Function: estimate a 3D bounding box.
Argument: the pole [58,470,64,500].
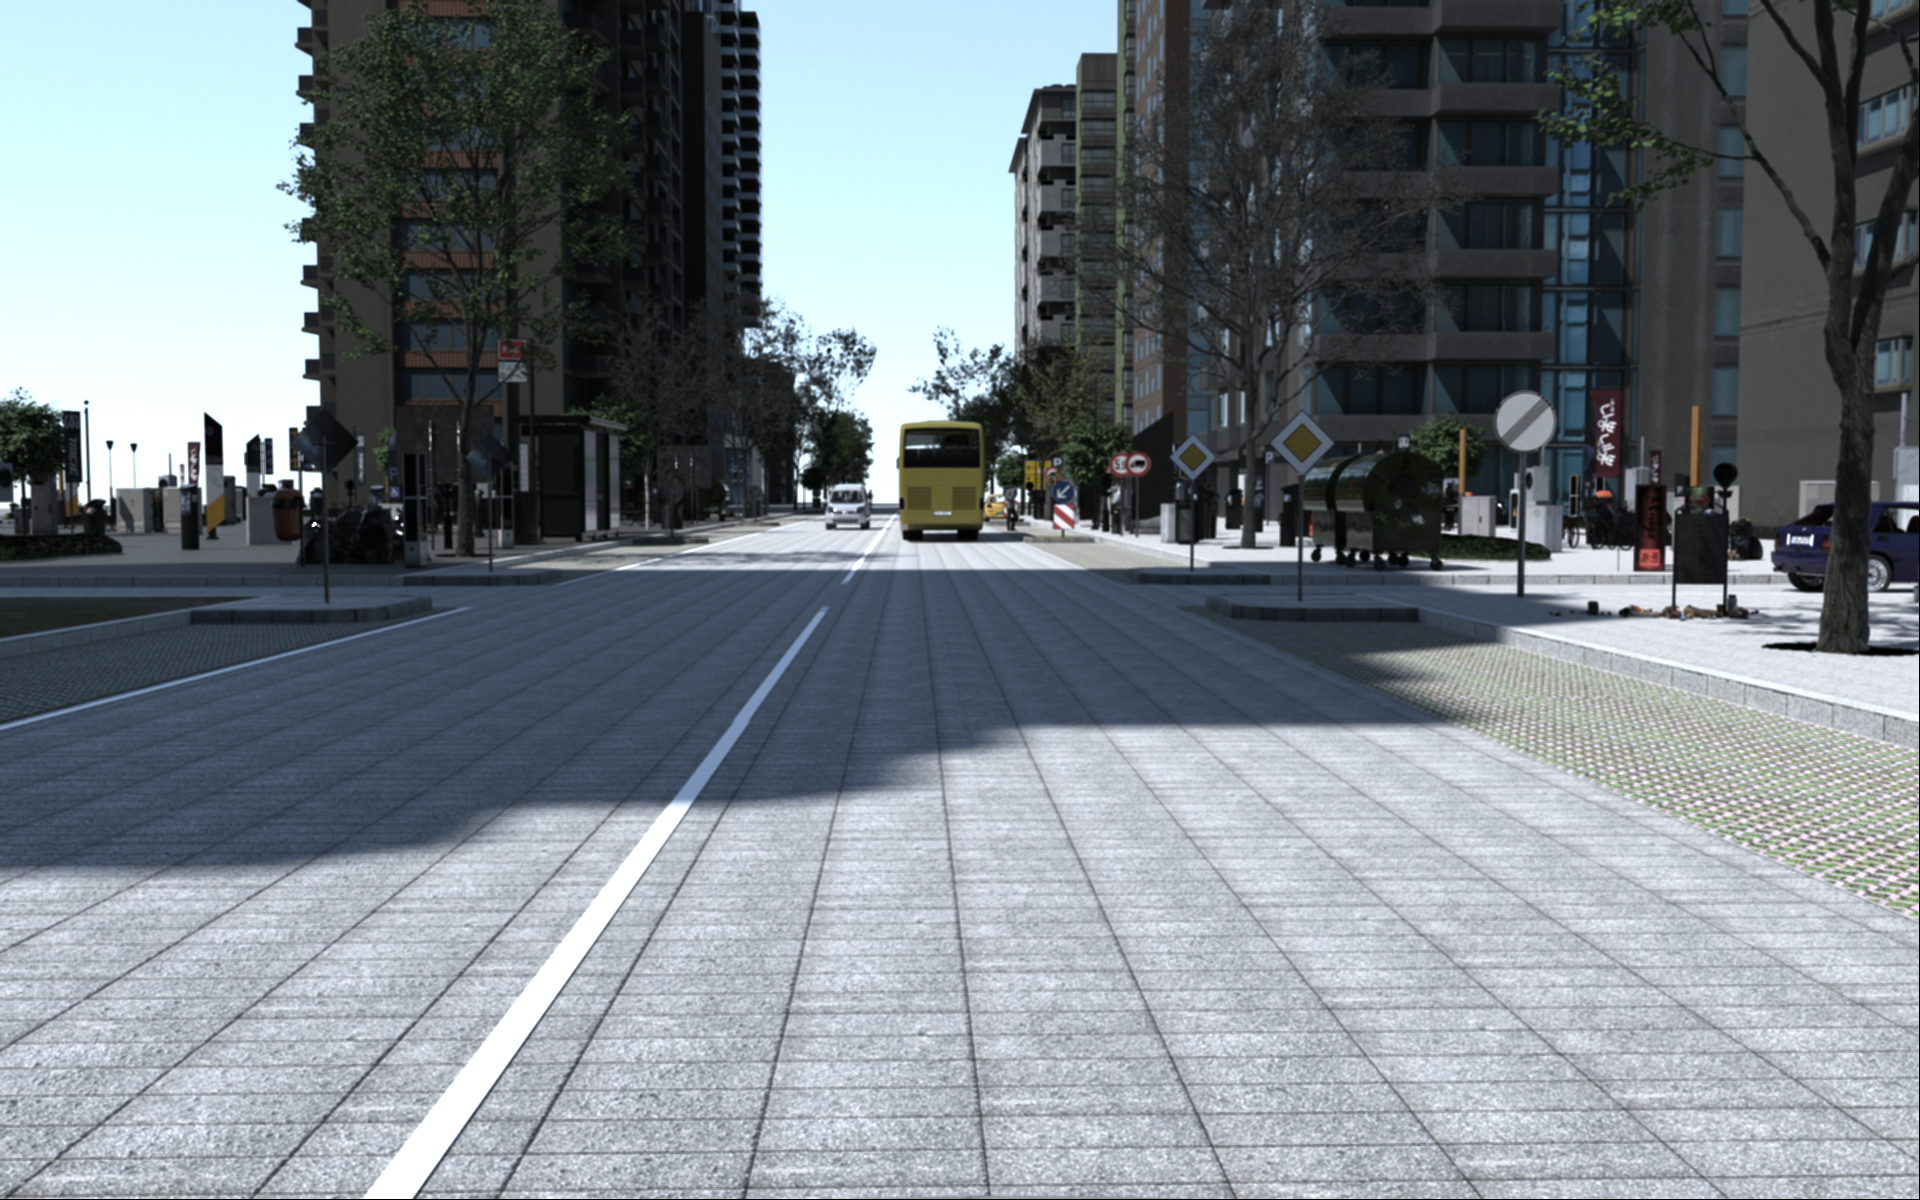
[{"bbox_3d":[-42.519,-5.388,81.935,0.158,3.312,0.155,0,3,0],"label":"pole"}]

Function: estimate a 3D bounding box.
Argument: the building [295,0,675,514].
[{"bbox_3d":[-31.470,-28.261,116.687,22.147,44.769,28.867,0,4,-2],"label":"building"}]

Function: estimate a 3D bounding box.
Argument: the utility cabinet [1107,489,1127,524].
[{"bbox_3d":[6.665,-3.988,73.889,0.318,1.500,1.173,-2,4,-34],"label":"utility cabinet"}]

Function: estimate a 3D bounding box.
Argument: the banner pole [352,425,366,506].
[{"bbox_3d":[-21.651,-4.425,62.363,0.863,3.779,0.401,3,4,36],"label":"banner pole"}]

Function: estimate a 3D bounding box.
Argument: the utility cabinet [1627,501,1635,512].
[{"bbox_3d":[26.211,-3.434,67.311,0.306,1.237,1.020,0,4,4],"label":"utility cabinet"}]

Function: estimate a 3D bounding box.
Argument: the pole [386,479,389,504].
[{"bbox_3d":[-30.005,-5.935,90.883,0.158,3.312,0.155,0,3,0],"label":"pole"}]

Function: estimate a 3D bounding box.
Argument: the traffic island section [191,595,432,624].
[{"bbox_3d":[-7.492,0.112,20.448,2.009,0.180,2.903,0,4,-2],"label":"traffic island section"}]

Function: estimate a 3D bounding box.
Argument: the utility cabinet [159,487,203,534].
[{"bbox_3d":[-24.419,-2.796,54.392,1.173,1.500,0.318,1,4,11],"label":"utility cabinet"}]

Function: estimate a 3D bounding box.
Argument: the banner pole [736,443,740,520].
[{"bbox_3d":[-10.869,-5.818,85.133,0.401,3.779,0.863,0,4,3],"label":"banner pole"}]

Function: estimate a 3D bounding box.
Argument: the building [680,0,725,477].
[{"bbox_3d":[-29.458,-31.138,159.209,14.600,45.320,14.200,0,4,-2],"label":"building"}]

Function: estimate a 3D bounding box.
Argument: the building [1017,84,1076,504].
[{"bbox_3d":[22.882,-38.652,221.196,28.713,52.752,27.495,0,4,-2],"label":"building"}]

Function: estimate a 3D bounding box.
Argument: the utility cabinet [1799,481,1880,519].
[{"bbox_3d":[14.643,-1.235,28.866,1.173,1.500,0.318,0,4,3],"label":"utility cabinet"}]

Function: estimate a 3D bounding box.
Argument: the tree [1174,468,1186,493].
[{"bbox_3d":[10.890,-5.736,88.380,1.663,3.219,1.824,0,3,0],"label":"tree"}]

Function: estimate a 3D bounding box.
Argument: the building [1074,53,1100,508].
[{"bbox_3d":[17.801,-29.422,164.636,14.154,41.232,14.086,0,4,-2],"label":"building"}]

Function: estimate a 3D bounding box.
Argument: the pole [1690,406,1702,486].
[{"bbox_3d":[17.079,-2.837,40.236,0.158,3.312,0.155,0,3,0],"label":"pole"}]

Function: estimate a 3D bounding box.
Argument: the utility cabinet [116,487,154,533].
[{"bbox_3d":[-27.109,-2.942,56.786,1.173,1.500,0.318,1,4,21],"label":"utility cabinet"}]

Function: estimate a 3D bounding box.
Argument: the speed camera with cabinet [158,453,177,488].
[{"bbox_3d":[-38.603,-5.435,83.201,2.038,3.252,0.660,1,4,20],"label":"speed camera with cabinet"}]

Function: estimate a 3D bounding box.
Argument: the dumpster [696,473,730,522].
[{"bbox_3d":[-11.656,-4.828,81.435,1.502,2.255,1.985,0,4,-1],"label":"dumpster"}]

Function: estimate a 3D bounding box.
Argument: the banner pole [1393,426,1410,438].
[{"bbox_3d":[16.155,-4.506,63.686,0.863,3.779,0.401,3,5,42],"label":"banner pole"}]

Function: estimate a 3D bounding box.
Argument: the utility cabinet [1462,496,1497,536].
[{"bbox_3d":[14.917,-2.365,49.825,0.306,1.237,1.020,-2,4,-33],"label":"utility cabinet"}]

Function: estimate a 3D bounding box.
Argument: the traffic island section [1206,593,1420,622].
[{"bbox_3d":[4.095,0.092,20.770,2.009,0.180,2.903,0,4,-2],"label":"traffic island section"}]

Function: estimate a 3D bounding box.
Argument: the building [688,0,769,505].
[{"bbox_3d":[-34.023,-54.758,207.971,22.319,86.520,31.000,0,4,-2],"label":"building"}]

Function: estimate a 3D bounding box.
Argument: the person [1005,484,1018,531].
[{"bbox_3d":[1.990,-3.561,66.898,0.473,1.802,0.592,3,5,40],"label":"person"}]

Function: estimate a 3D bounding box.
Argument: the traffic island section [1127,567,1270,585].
[{"bbox_3d":[3.868,-0.396,28.752,2.009,0.180,2.903,0,4,-2],"label":"traffic island section"}]

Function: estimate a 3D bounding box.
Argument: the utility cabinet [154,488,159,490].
[{"bbox_3d":[-29.233,-3.297,62.584,0.318,1.500,1.173,3,4,36],"label":"utility cabinet"}]

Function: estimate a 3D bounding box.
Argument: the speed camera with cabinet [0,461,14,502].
[{"bbox_3d":[-26.913,-3.254,47.532,0.660,3.252,2.038,0,4,8],"label":"speed camera with cabinet"}]

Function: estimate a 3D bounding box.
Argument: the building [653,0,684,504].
[{"bbox_3d":[-31.371,-42.977,140.933,20.563,71.187,20.611,0,4,-2],"label":"building"}]

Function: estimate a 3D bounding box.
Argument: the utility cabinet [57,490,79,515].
[{"bbox_3d":[-44.497,-4.734,86.077,0.318,1.500,1.173,3,5,43],"label":"utility cabinet"}]

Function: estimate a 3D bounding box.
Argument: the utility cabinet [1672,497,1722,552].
[{"bbox_3d":[16.127,-1.638,37.937,0.306,1.237,1.020,-2,4,-32],"label":"utility cabinet"}]

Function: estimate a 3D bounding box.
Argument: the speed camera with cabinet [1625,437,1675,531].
[{"bbox_3d":[24.142,-4.032,60.252,2.038,3.252,0.660,-1,4,-20],"label":"speed camera with cabinet"}]

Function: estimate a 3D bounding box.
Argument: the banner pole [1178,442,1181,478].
[{"bbox_3d":[10.422,-5.640,82.223,0.401,3.779,0.863,0,4,-3],"label":"banner pole"}]

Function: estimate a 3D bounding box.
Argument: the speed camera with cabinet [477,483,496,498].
[{"bbox_3d":[-22.241,-5.348,81.772,0.660,3.252,2.038,0,4,2],"label":"speed camera with cabinet"}]

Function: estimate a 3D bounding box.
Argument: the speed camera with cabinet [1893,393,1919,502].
[{"bbox_3d":[18.388,-2.385,33.326,0.660,3.252,2.038,2,4,25],"label":"speed camera with cabinet"}]

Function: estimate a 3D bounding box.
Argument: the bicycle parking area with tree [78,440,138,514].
[{"bbox_3d":[-46.211,-6.624,95.301,9.016,4.147,8.231,0,4,1],"label":"bicycle parking area with tree"}]

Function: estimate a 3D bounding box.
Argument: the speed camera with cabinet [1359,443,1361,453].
[{"bbox_3d":[15.532,-4.419,66.588,0.660,3.252,2.038,1,4,14],"label":"speed camera with cabinet"}]

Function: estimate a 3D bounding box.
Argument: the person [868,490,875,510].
[{"bbox_3d":[-7.987,-9.045,156.259,0.599,1.838,0.709,-3,5,-42],"label":"person"}]

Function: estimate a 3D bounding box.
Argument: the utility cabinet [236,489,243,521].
[{"bbox_3d":[-33.664,-4.346,79.734,1.173,1.500,0.318,-1,4,-20],"label":"utility cabinet"}]

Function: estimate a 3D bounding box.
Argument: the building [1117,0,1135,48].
[{"bbox_3d":[18.188,-27.073,126.231,14.154,41.232,14.086,0,4,-2],"label":"building"}]

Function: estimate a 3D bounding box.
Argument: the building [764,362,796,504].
[{"bbox_3d":[-37.559,-24.156,239.986,27.650,21.520,28.899,0,4,-2],"label":"building"}]

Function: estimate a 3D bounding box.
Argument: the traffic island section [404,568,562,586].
[{"bbox_3d":[-7.719,-0.376,28.430,2.009,0.180,2.903,0,4,-2],"label":"traffic island section"}]

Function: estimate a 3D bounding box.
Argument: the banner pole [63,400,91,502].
[{"bbox_3d":[-23.368,-3.422,45.972,0.401,3.779,0.863,3,4,37],"label":"banner pole"}]

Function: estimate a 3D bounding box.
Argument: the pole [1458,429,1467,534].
[{"bbox_3d":[15.770,-3.702,54.370,0.158,3.312,0.155,0,3,0],"label":"pole"}]

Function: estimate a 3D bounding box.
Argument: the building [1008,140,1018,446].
[{"bbox_3d":[21.981,-40.388,249.579,28.713,52.752,27.495,0,4,-2],"label":"building"}]

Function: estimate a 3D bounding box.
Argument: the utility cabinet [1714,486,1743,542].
[{"bbox_3d":[20.215,-2.297,46.227,1.173,1.500,0.318,3,5,41],"label":"utility cabinet"}]

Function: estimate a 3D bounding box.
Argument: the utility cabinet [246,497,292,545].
[{"bbox_3d":[-17.469,-1.994,43.769,1.020,1.237,0.306,-2,4,-35],"label":"utility cabinet"}]

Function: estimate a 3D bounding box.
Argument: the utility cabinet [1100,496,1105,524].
[{"bbox_3d":[6.153,-3.931,75.429,0.306,1.237,1.020,0,4,5],"label":"utility cabinet"}]

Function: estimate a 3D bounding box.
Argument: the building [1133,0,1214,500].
[{"bbox_3d":[19.032,-28.234,111.731,14.600,45.320,14.200,0,4,-2],"label":"building"}]

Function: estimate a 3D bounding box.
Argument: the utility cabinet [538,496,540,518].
[{"bbox_3d":[-18.280,-3.891,74.783,1.020,1.237,0.306,-2,4,-29],"label":"utility cabinet"}]

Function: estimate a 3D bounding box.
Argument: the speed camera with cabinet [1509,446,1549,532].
[{"bbox_3d":[19.018,-3.885,57.858,0.660,3.252,2.038,0,4,-3],"label":"speed camera with cabinet"}]
